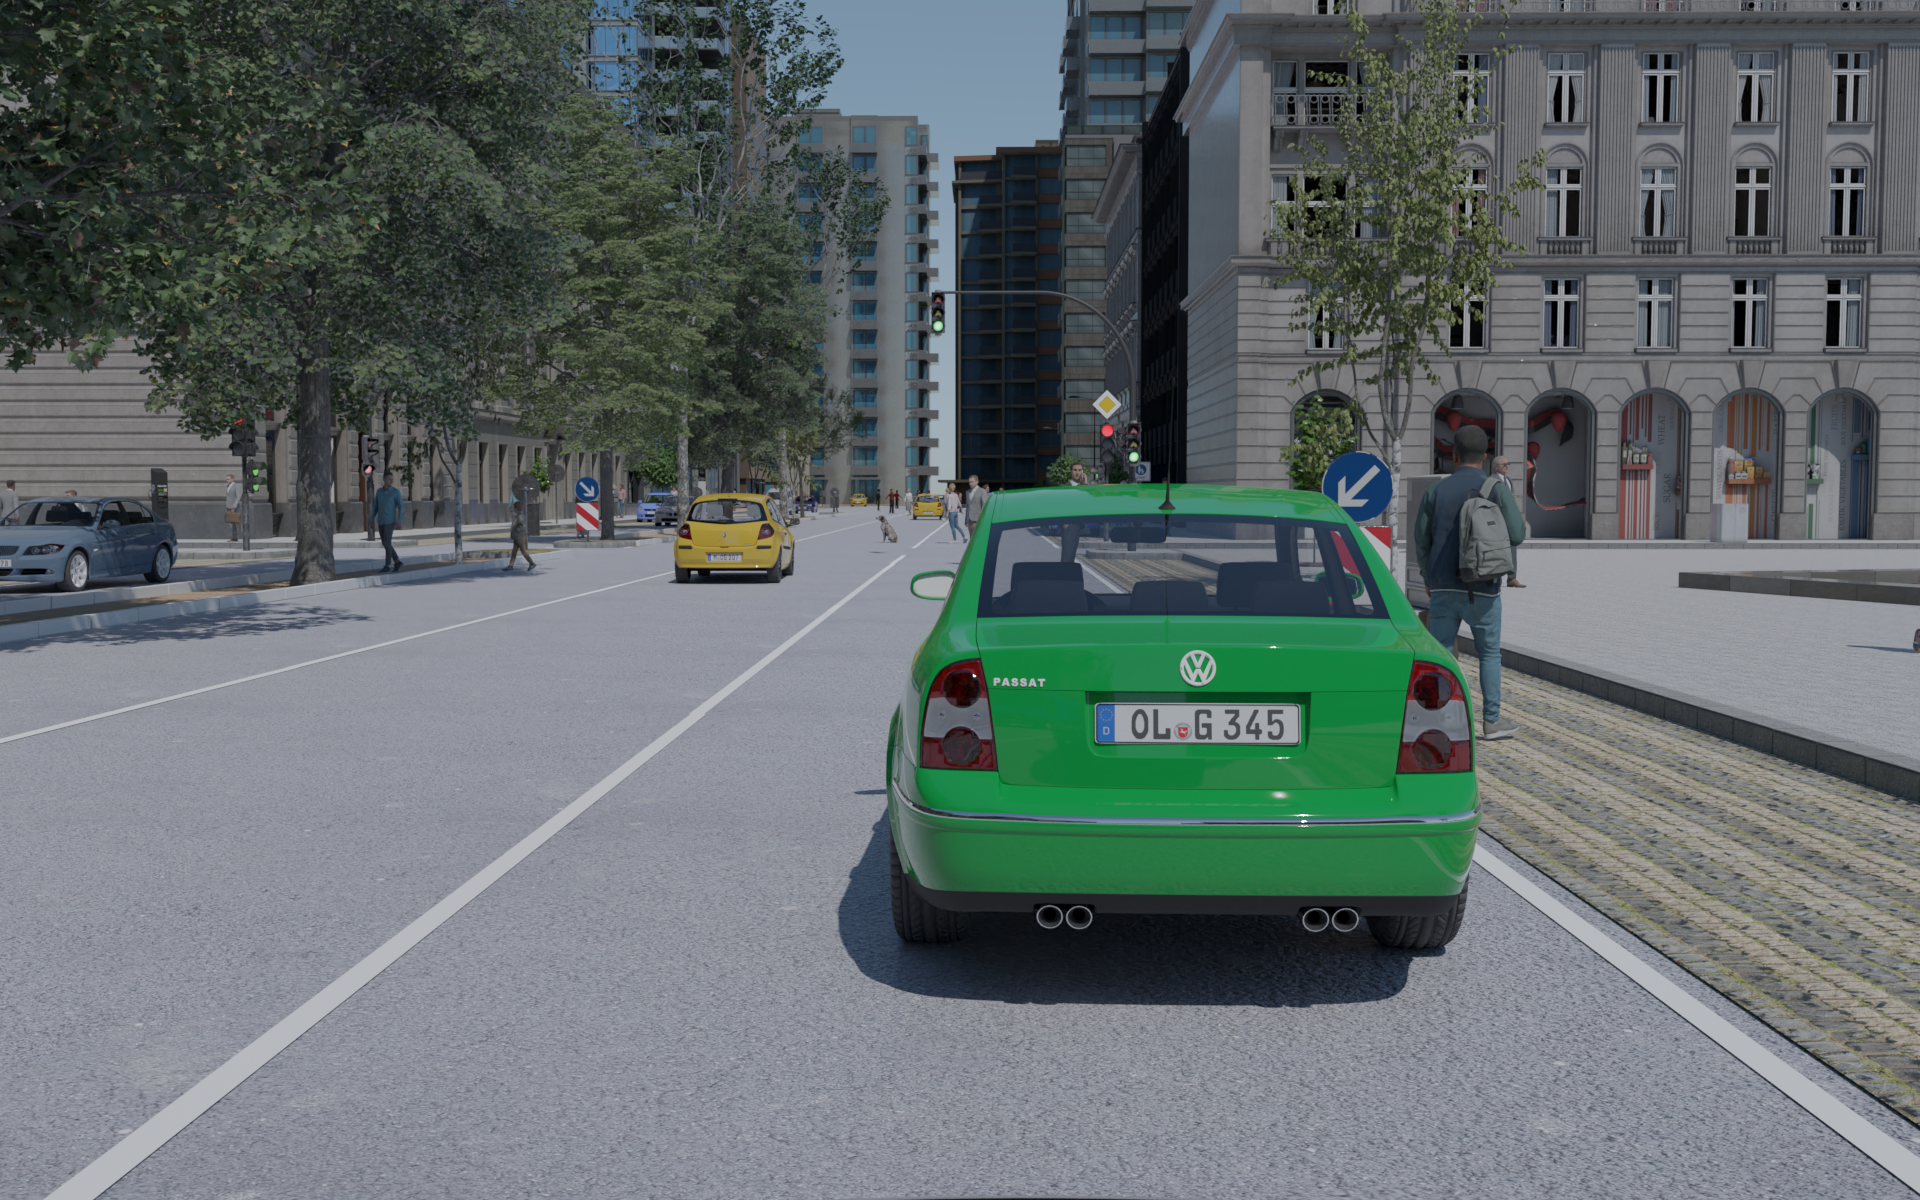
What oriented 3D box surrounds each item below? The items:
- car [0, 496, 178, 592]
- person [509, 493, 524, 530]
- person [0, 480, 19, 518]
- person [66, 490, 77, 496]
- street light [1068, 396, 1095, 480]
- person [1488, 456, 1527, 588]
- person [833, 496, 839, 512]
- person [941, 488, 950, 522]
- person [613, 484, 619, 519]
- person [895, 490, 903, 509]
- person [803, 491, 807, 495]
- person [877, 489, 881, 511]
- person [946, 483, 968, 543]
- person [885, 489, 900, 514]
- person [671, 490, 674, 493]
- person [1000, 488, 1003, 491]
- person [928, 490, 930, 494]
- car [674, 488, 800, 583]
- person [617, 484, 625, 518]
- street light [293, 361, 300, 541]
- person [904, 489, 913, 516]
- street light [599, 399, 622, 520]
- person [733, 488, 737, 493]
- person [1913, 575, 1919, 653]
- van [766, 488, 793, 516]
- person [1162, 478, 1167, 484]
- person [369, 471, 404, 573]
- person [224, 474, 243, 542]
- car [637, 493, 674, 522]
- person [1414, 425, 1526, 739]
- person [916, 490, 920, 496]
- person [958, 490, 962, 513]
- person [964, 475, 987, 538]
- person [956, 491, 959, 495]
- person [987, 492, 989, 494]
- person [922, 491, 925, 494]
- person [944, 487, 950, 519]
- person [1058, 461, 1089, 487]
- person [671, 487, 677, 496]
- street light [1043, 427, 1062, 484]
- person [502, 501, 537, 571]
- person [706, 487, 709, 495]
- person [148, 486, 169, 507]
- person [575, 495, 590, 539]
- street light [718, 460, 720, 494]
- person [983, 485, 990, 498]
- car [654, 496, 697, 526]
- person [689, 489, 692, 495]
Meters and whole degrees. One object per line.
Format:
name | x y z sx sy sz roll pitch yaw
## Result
car | -13.765 -0.906 26.810 2.014 1.417 4.499 0 4 0
person | -14.613 -2.978 57.212 0.660 1.820 0.620 0 4 6
person | -24.037 -2.143 43.810 0.678 1.792 0.850 1 4 9
person | -16.571 -1.309 32.497 0.503 1.515 0.523 -3 4 -36
street light | 5.811 -6.686 81.849 1.470 5.913 1.316 0 4 1
person | 7.466 -1.068 23.687 0.661 1.801 0.590 -2 4 -33
person | -9.519 -7.575 133.268 0.530 1.710 0.541 -1 4 -13
person | -0.715 -4.953 90.151 0.598 1.740 0.731 -3 4 -36
person | -18.165 -5.177 90.869 0.537 1.800 0.526 3 4 39
person | -6.155 -9.862 169.698 1.348 1.831 0.705 3 4 38
person | -13.894 -8.867 154.029 0.990 1.755 0.434 0 4 -3
person | -6.903 -8.549 147.913 0.705 1.869 1.348 0 4 -2
person | -0.053 -2.512 50.235 0.598 1.740 0.731 1 4 19
person | -4.976 -7.241 126.850 1.348 1.831 0.705 -3 4 -39
person | -18.957 -6.646 114.722 0.555 1.821 0.388 -2 4 -29
person | 2.752 -6.484 114.485 0.573 1.828 0.580 -2 4 -27
person | -3.292 -10.943 187.387 0.705 1.831 1.348 0 4 2
car | -3.750 -1.164 29.255 2.015 1.641 3.980 0 4 -1
person | -18.056 -5.268 92.187 0.555 1.821 0.388 2 4 27
street light | -17.414 -4.552 46.968 1.470 5.913 1.316 0 4 1
person | -3.387 -6.522 115.356 0.478 1.798 0.641 2 4 32
street light | -16.957 -6.840 84.371 1.470 5.913 1.316 0 4 1
person | -17.264 -7.650 131.904 0.721 1.735 1.217 0 4 5
person | 7.933 -0.170 13.833 0.505 1.210 0.382 1 4 13
van | -12.134 -6.632 115.452 2.013 2.044 4.112 0 4 1
person | 6.266 -2.826 52.597 0.623 1.781 0.721 -2 4 -26
person | -10.341 -1.414 31.486 0.638 1.841 0.748 2 4 29
person | -19.532 -2.468 46.520 0.709 1.813 0.853 2 4 28
car | -15.332 -4.800 88.071 1.945 1.707 3.694 0 4 1
person | 2.868 -0.091 9.968 0.713 1.824 0.794 -3 5 -43
person | -3.678 -8.922 154.386 0.705 1.822 1.348 0 4 -6
person | -0.082 -7.478 131.480 0.721 1.736 1.217 0 4 4
person | 0.320 -1.602 34.809 0.709 1.813 0.853 3 4 39
person | -0.440 -10.354 178.312 0.750 1.759 0.617 -1 4 -16
person | 2.107 -7.329 129.052 1.217 1.743 0.721 -1 4 -11
person | -3.985 -11.197 191.655 1.350 1.814 0.705 0 4 7
person | -0.598 -5.242 94.196 0.794 1.824 0.713 1 4 23
person | 1.662 -1.049 25.012 0.474 1.900 0.648 3 5 39
person | -17.766 -6.164 107.386 0.480 1.755 0.524 1 4 16
street light | 6.468 -9.029 120.161 1.470 5.913 1.316 0 4 1
person | -8.187 -1.189 32.207 0.640 1.303 0.475 -2 4 -35
person | -17.071 -6.715 116.111 0.678 1.792 0.850 0 4 6
person | -21.985 -2.528 47.478 0.679 1.850 0.850 1 4 22
person | -11.924 -2.801 54.851 0.519 1.759 0.362 3 5 40
street light | -16.428 -9.126 121.754 1.470 5.913 1.316 0 4 1
person | 1.010 -3.356 63.724 0.532 1.782 0.716 1 4 17
car | -12.770 -4.083 79.118 2.083 1.381 4.827 0 4 -1
person | -18.986 -6.985 120.428 0.592 1.802 0.473 3 4 37
